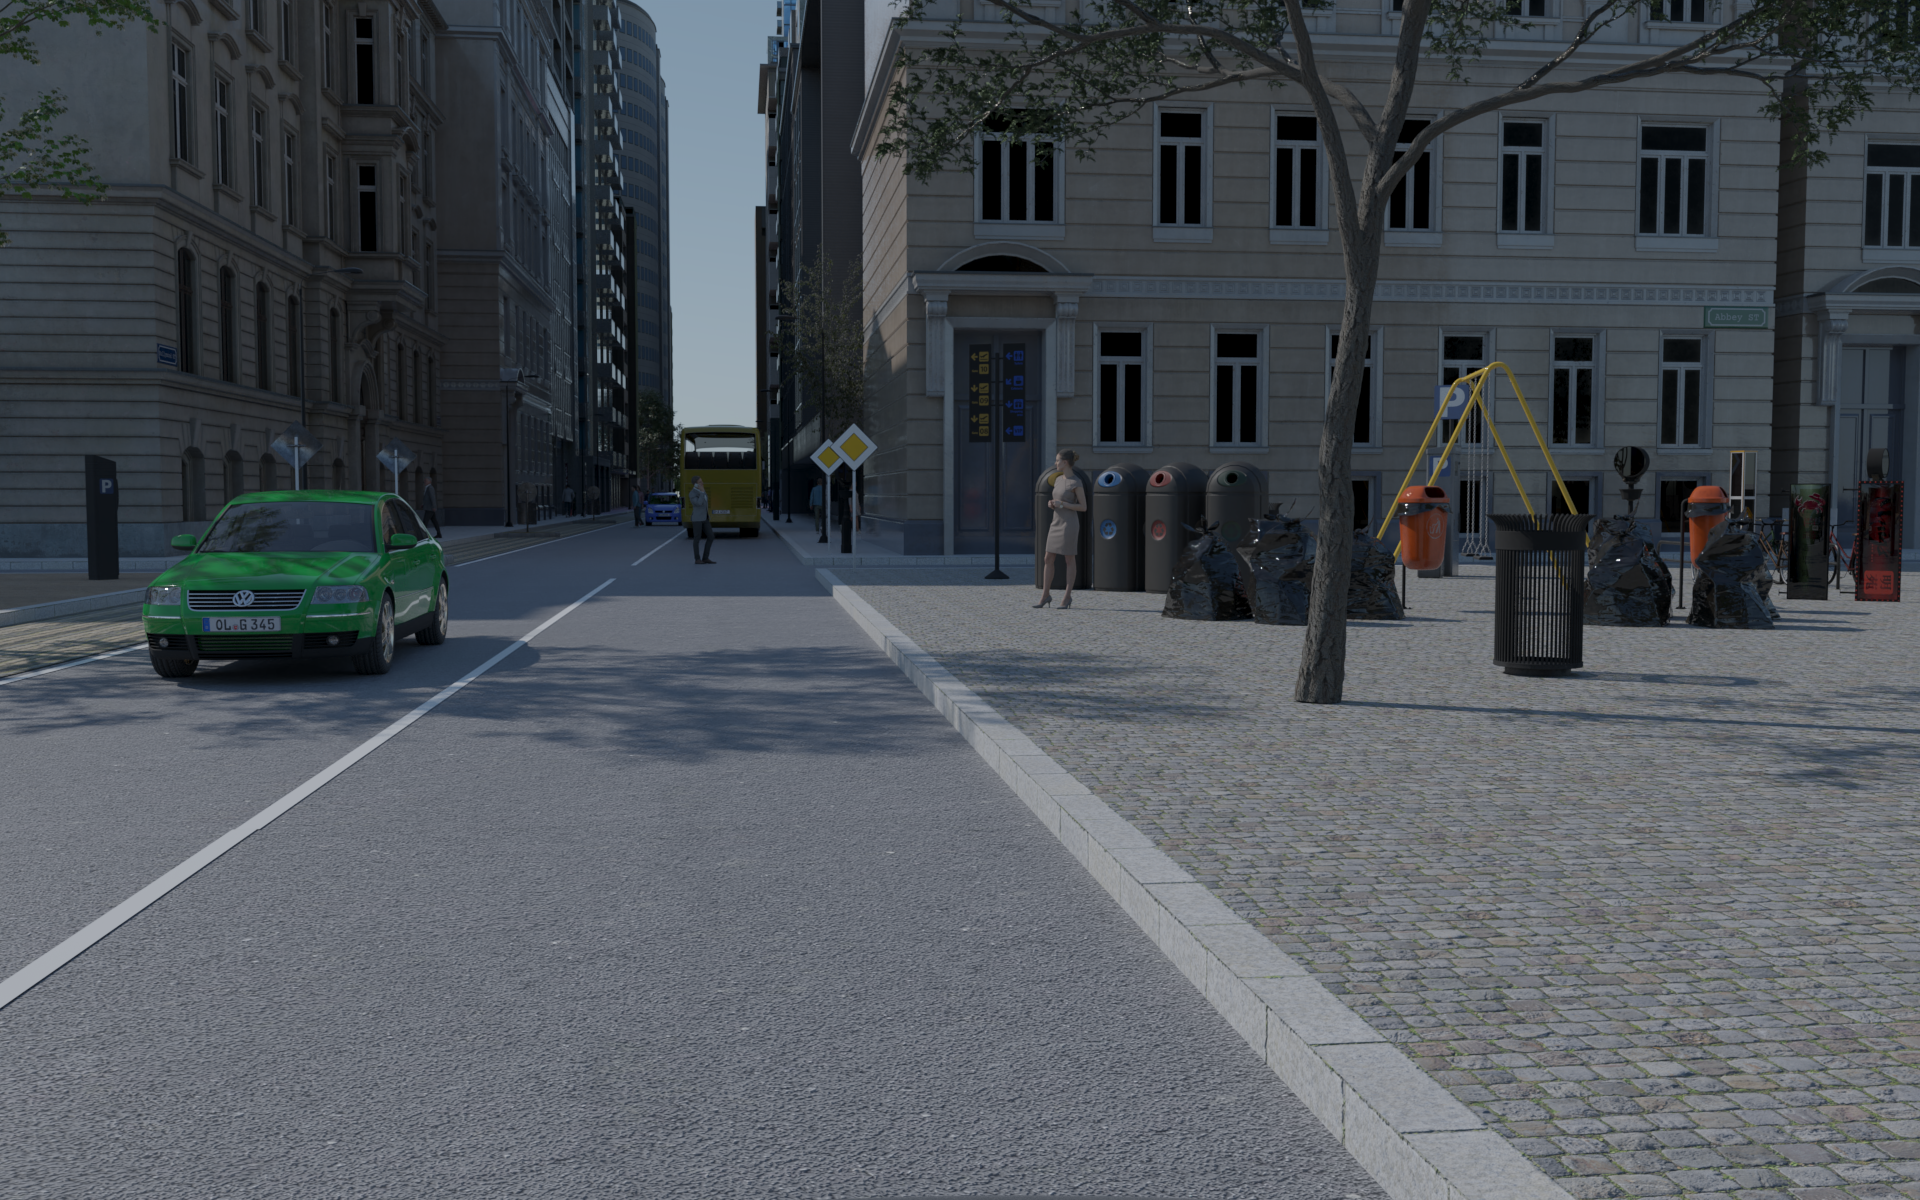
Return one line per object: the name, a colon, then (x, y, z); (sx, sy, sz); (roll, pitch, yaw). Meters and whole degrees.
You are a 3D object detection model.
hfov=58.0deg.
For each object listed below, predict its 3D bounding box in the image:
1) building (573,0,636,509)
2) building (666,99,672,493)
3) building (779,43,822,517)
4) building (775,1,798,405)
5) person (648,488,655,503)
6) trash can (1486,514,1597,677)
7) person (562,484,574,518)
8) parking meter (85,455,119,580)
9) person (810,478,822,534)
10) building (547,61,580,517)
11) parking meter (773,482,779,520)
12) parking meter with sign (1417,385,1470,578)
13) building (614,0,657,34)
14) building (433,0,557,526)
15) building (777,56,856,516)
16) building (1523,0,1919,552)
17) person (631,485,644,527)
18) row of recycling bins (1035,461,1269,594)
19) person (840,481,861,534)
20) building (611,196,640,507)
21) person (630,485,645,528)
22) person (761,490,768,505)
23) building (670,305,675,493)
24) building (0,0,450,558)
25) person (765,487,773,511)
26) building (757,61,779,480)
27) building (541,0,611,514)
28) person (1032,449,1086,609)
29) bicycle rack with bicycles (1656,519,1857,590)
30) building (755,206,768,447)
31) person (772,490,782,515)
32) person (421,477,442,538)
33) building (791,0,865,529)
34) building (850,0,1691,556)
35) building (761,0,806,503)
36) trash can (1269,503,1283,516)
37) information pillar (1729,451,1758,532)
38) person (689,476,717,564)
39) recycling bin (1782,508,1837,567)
building: (-39.577, -32.006, 142.900); (23.786, 49.044, 30.456); (0, 4, -7)
building: (-49.932, -42.191, 231.827); (21.231, 58.520, 28.212); (0, 4, -7)
building: (-2.882, -18.732, 99.773); (14.314, 27.812, 24.014); (0, 4, -7)
building: (-6.923, -33.801, 172.255); (23.786, 49.044, 30.456); (0, 4, -7)
person: (-16.996, -5.313, 95.716); (0.601, 1.785, 0.444); (-3, 4, -37)
trash can: (4.126, -0.042, 12.338); (0.748, 1.137, 0.748); (0, 3, 0)
person: (-21.247, -5.387, 93.973); (0.661, 1.843, 0.795); (-1, 4, -19)
parking meter: (-12.846, -1.238, 25.954); (0.255, 1.863, 0.399); (2, 4, 28)
person: (-4.508, -3.009, 55.581); (0.601, 1.785, 0.444); (0, 4, 4)
building: (-28.613, -17.094, 97.511); (12.078, 24.808, 19.932); (0, 4, -7)
parking meter: (-8.966, -4.816, 84.447); (0.255, 1.863, 0.399); (-1, 4, -18)
parking meter with sign: (7.515, -1.881, 27.019); (0.543, 3.016, 1.738); (2, 4, 25)
building: (-46.261, -40.484, 203.906); (21.231, 58.520, 28.212); (0, 4, -7)
building: (-25.730, -17.841, 77.609); (13.634, 28.700, 20.117); (0, 4, -7)
building: (-5.461, -21.241, 118.993); (14.160, 30.474, 14.107); (0, 4, -7)
building: (28.064, -15.930, 46.363); (20.117, 28.700, 13.634); (0, 4, -7)
person: (-14.156, -4.128, 76.009); (0.555, 1.821, 0.388); (-1, 4, -10)
row of recycling bins: (2.468, -0.954, 22.718); (3.534, 1.692, 1.069); (3, 5, 40)
person: (-3.468, -2.988, 55.655); (0.760, 1.731, 0.466); (-1, 4, -14)
building: (-38.384, -24.136, 166.322); (14.160, 30.474, 14.107); (0, 4, -7)
person: (-13.754, -3.999, 73.899); (0.620, 1.820, 0.660); (-1, 4, -16)
person: (-18.565, -9.698, 165.391); (1.217, 1.735, 0.721); (-2, 4, -24)
building: (-49.447, -29.519, 254.344); (14.160, 30.474, 14.107); (0, 4, -7)
building: (-23.355, -14.148, 50.401); (14.460, 24.649, 34.723); (0, 4, -7)
person: (-14.277, -7.552, 129.389); (0.599, 1.838, 0.709); (2, 4, 31)
building: (-9.855, -37.994, 210.446); (28.713, 52.752, 27.495); (0, 4, -7)
building: (-34.765, -41.523, 117.146); (20.563, 71.187, 20.611); (0, 4, -7)
person: (1.112, -0.790, 19.305); (0.374, 1.781, 0.599); (-3, 4, -37)
bicycle rack with bicycles: (11.089, -0.668, 24.308); (2.852, 0.926, 2.925); (0, 4, 3)
building: (-23.929, -37.427, 262.044); (14.600, 45.320, 14.200); (0, 4, -7)
person: (-11.000, -6.014, 104.255); (0.514, 1.842, 0.818); (-2, 4, -26)
person: (-15.411, -2.669, 50.083); (0.834, 1.777, 0.661); (-2, 4, -32)
building: (0.549, -15.520, 72.821); (14.314, 24.678, 30.058); (0, 4, -7)
building: (7.681, -15.701, 42.608); (20.117, 28.700, 13.634); (0, 4, -7)
building: (-17.337, -56.601, 238.105); (22.319, 86.520, 31.000); (0, 4, -7)
trash can: (4.914, -1.023, 28.387); (0.748, 1.137, 0.748); (0, 3, 0)
information pillar: (13.325, -1.529, 29.496); (0.304, 2.012, 0.304); (-1, 4, -22)
person: (-5.273, -1.636, 35.431); (0.473, 1.802, 0.592); (3, 4, 38)
recycling bin: (15.108, -1.117, 30.824); (0.722, 1.027, 0.722); (1, 4, 8)
